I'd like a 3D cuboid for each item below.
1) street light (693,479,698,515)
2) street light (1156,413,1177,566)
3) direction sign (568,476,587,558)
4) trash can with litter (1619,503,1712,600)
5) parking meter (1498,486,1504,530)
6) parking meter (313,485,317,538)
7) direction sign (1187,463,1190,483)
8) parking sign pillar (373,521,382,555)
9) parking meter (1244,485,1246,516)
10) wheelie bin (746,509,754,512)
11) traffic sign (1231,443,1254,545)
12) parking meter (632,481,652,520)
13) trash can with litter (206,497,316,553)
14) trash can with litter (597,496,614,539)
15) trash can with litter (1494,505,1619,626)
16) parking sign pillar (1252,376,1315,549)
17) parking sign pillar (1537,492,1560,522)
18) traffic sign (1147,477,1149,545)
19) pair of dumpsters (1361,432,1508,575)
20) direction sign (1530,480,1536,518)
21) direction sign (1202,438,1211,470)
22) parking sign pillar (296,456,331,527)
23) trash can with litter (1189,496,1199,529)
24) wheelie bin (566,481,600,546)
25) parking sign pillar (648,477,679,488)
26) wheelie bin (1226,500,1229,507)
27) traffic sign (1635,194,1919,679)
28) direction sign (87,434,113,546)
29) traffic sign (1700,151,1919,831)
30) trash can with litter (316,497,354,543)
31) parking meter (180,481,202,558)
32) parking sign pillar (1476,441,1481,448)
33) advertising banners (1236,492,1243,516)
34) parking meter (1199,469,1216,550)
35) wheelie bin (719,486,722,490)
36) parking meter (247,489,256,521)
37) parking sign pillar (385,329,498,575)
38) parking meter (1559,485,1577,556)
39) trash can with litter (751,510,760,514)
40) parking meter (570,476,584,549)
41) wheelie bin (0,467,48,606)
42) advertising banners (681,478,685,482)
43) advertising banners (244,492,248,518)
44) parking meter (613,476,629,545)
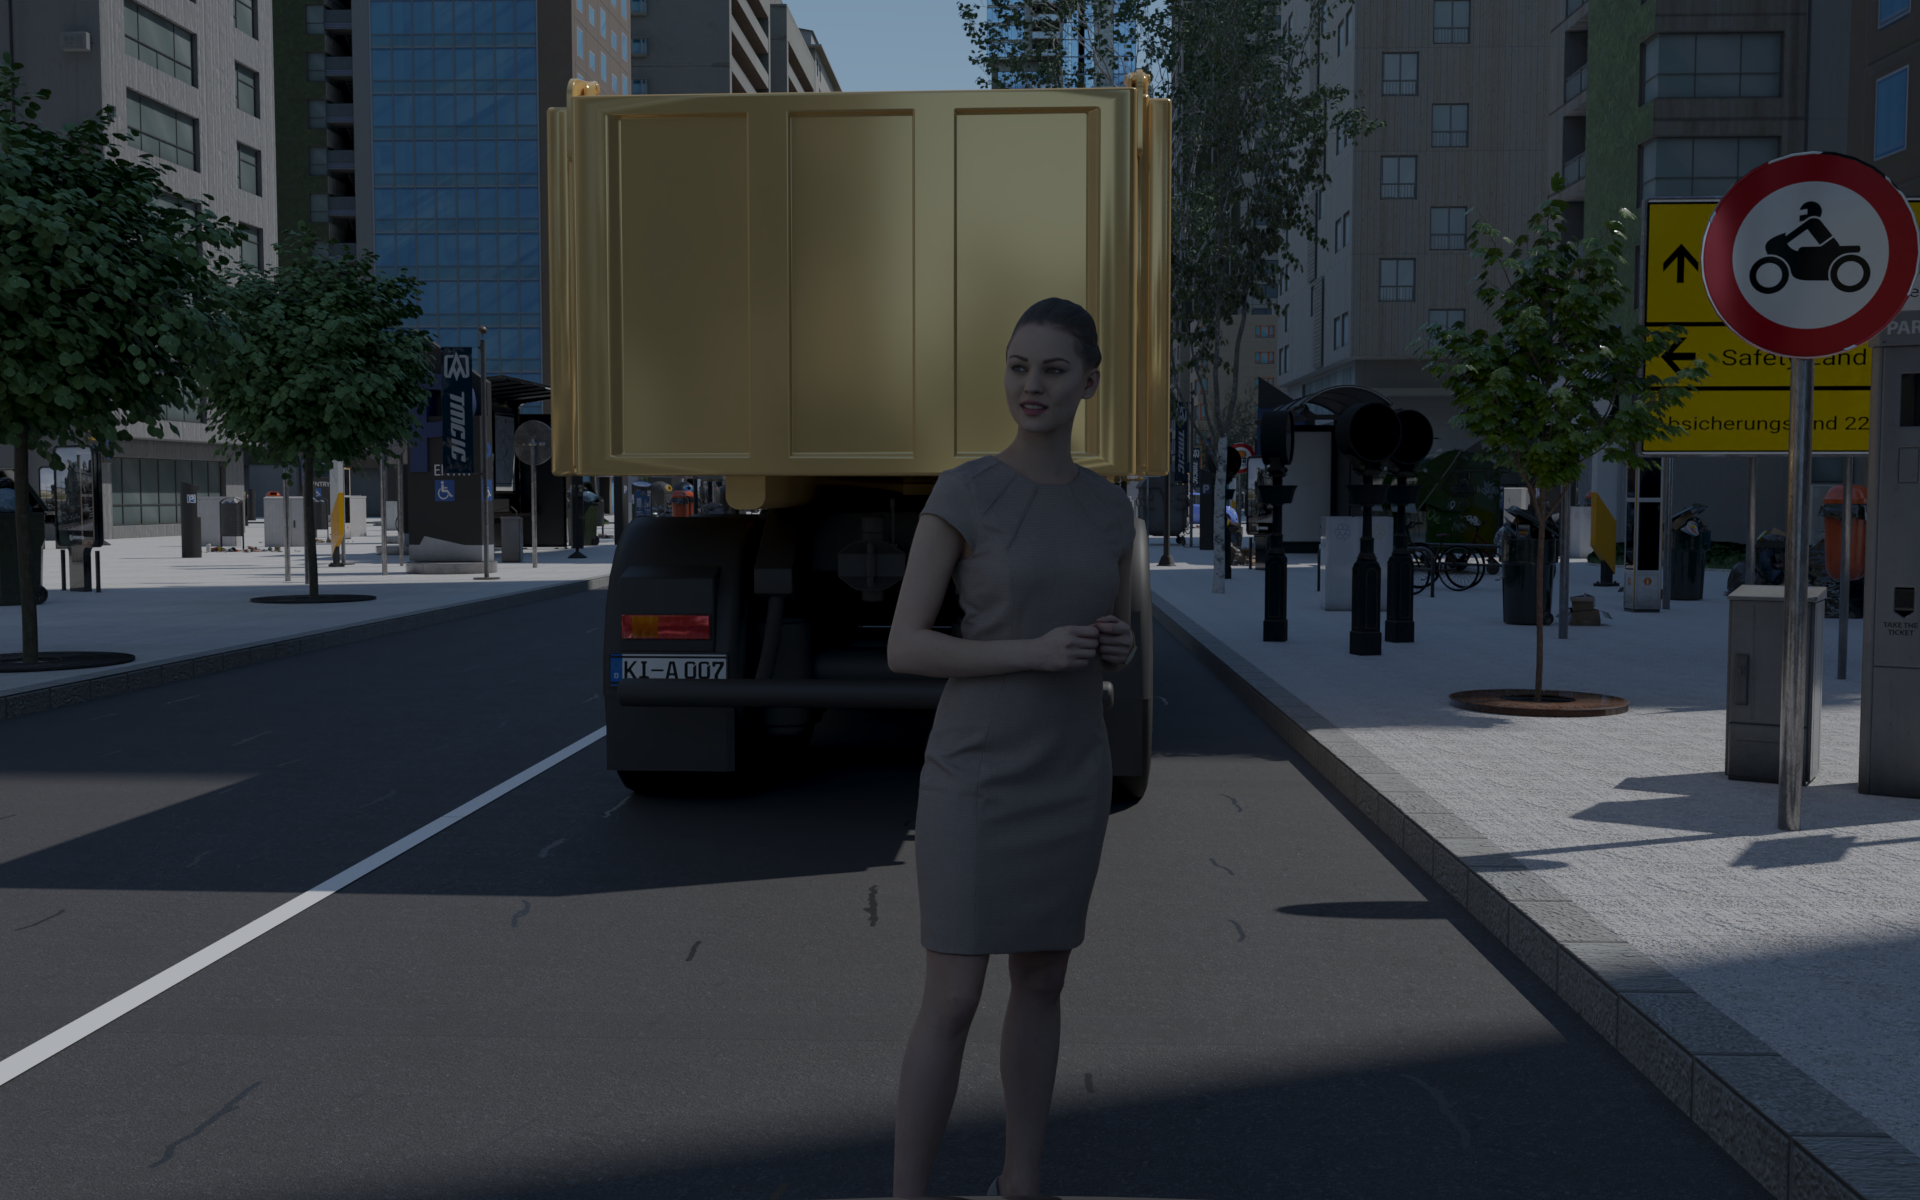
[{"bbox_3d":[-5.526,-4.101,39.600,1.470,5.913,1.316,0,4,2],"label":"street light"},{"bbox_3d":[3.140,-3.558,30.716,1.470,5.913,1.316,0,4,2],"label":"street light"},{"bbox_3d":[-7.656,-2.603,34.551,0.876,3.537,0.379,-2,4,-32],"label":"direction sign"},{"bbox_3d":[8.577,-0.596,21.127,0.624,1.170,1.055,-3,5,-43],"label":"trash can with litter"},{"bbox_3d":[15.937,-2.628,51.372,0.372,1.533,0.369,0,3,0],"label":"parking meter"},{"bbox_3d":[-19.020,-2.584,50.665,0.372,1.533,0.369,0,3,0],"label":"parking meter"},{"bbox_3d":[17.068,-8.262,127.088,0.876,3.537,0.379,1,4,20],"label":"direction sign"},{"bbox_3d":[-11.714,-2.959,36.849,1.447,3.967,1.447,-2,4,-24],"label":"parking sign pillar"},{"bbox_3d":[16.516,-5.729,99.387,0.255,1.863,0.399,3,5,39],"label":"parking meter"},{"bbox_3d":[-15.095,-7.159,124.951,0.693,1.594,0.980,2,4,34],"label":"wheelie bin"},{"bbox_3d":[6.955,-2.625,43.026,0.768,2.556,0.104,0,4,7],"label":"traffic sign"},{"bbox_3d":[-5.934,-1.463,32.335,0.372,1.533,0.369,0,3,0],"label":"parking meter"},{"bbox_3d":[-15.764,-1.665,38.280,2.233,1.210,1.678,0,4,3],"label":"trash can with litter"},{"bbox_3d":[-10.692,-2.382,50.011,1.678,1.210,2.233,1,4,13],"label":"trash can with litter"},{"bbox_3d":[5.838,-0.348,17.070,1.055,1.170,0.624,0,4,7],"label":"trash can with litter"},{"bbox_3d":[7.382,-3.115,39.400,1.447,3.967,1.447,2,4,25],"label":"parking sign pillar"},{"bbox_3d":[23.112,-4.818,67.242,1.447,3.967,1.447,0,4,-1],"label":"parking sign pillar"},{"bbox_3d":[4.561,-2.441,42.035,0.606,2.300,0.079,0,4,4],"label":"traffic sign"},{"bbox_3d":[8.007,-1.651,29.480,1.574,2.255,4.437,0,4,2],"label":"pair of dumpsters"},{"bbox_3d":[6.762,-1.738,20.409,0.379,3.537,0.876,0,4,-4],"label":"direction sign"},{"bbox_3d":[9.957,-4.770,69.979,0.379,3.537,0.876,-1,4,-13],"label":"direction sign"},{"bbox_3d":[-25.199,-4.843,67.660,1.447,3.967,1.447,-2,4,-33],"label":"parking sign pillar"},{"bbox_3d":[8.713,-3.281,64.707,1.678,1.210,2.233,-3,4,-38],"label":"trash can with litter"},{"bbox_3d":[-9.370,-2.145,42.983,0.980,1.594,0.693,2,4,29],"label":"wheelie bin"},{"bbox_3d":[-11.191,-4.703,65.367,1.447,3.967,1.447,3,4,37],"label":"parking sign pillar"},{"bbox_3d":[12.423,-4.549,82.290,0.980,1.594,0.693,-3,4,-38],"label":"wheelie bin"},{"bbox_3d":[5.792,-1.103,11.913,2.265,3.308,0.079,0,4,3],"label":"traffic sign"},{"bbox_3d":[-21.411,-3.128,43.147,0.379,3.537,0.876,1,4,15],"label":"direction sign"},{"bbox_3d":[3.172,-0.394,6.548,0.768,2.556,0.104,1,4,10],"label":"traffic sign"},{"bbox_3d":[-17.301,-2.117,45.674,2.233,1.210,1.678,0,4,-4],"label":"trash can with litter"},{"bbox_3d":[-15.468,-1.616,34.832,0.372,1.533,0.369,0,3,0],"label":"parking meter"},{"bbox_3d":[25.211,-5.964,85.976,1.447,3.967,1.447,1,4,23],"label":"parking sign pillar"},{"bbox_3d":[14.688,-6.117,96.205,2.074,3.025,0.090,1,4,9],"label":"advertising banners"},{"bbox_3d":[5.705,-2.075,39.639,0.399,1.863,0.255,3,5,39],"label":"parking meter"},{"bbox_3d":[-9.704,-3.818,70.329,0.693,1.594,0.980,-1,4,-14],"label":"wheelie bin"},{"bbox_3d":[-34.184,-4.597,83.569,0.372,1.533,0.369,0,3,0],"label":"parking meter"},{"bbox_3d":[-8.297,-2.428,28.163,1.447,3.967,1.447,1,4,12],"label":"parking sign pillar"},{"bbox_3d":[12.477,-1.826,35.569,0.255,1.863,0.399,0,4,4],"label":"parking meter"},{"bbox_3d":[-14.588,-7.280,130.084,2.233,1.210,1.678,-1,4,-8],"label":"trash can with litter"},{"bbox_3d":[-9.015,-2.143,40.754,0.255,1.863,0.399,-1,4,-21],"label":"parking meter"},{"bbox_3d":[-11.002,-0.742,20.038,0.980,1.594,0.693,3,5,40],"label":"wheelie bin"},{"bbox_3d":[-13.738,-5.606,87.844,0.090,3.025,2.074,-2,4,-32],"label":"advertising banners"},{"bbox_3d":[-36.398,-5.554,86.989,0.090,3.025,2.074,1,4,12],"label":"advertising banners"},{"bbox_3d":[-8.574,-2.332,43.836,0.255,1.863,0.399,1,4,14],"label":"parking meter"}]
